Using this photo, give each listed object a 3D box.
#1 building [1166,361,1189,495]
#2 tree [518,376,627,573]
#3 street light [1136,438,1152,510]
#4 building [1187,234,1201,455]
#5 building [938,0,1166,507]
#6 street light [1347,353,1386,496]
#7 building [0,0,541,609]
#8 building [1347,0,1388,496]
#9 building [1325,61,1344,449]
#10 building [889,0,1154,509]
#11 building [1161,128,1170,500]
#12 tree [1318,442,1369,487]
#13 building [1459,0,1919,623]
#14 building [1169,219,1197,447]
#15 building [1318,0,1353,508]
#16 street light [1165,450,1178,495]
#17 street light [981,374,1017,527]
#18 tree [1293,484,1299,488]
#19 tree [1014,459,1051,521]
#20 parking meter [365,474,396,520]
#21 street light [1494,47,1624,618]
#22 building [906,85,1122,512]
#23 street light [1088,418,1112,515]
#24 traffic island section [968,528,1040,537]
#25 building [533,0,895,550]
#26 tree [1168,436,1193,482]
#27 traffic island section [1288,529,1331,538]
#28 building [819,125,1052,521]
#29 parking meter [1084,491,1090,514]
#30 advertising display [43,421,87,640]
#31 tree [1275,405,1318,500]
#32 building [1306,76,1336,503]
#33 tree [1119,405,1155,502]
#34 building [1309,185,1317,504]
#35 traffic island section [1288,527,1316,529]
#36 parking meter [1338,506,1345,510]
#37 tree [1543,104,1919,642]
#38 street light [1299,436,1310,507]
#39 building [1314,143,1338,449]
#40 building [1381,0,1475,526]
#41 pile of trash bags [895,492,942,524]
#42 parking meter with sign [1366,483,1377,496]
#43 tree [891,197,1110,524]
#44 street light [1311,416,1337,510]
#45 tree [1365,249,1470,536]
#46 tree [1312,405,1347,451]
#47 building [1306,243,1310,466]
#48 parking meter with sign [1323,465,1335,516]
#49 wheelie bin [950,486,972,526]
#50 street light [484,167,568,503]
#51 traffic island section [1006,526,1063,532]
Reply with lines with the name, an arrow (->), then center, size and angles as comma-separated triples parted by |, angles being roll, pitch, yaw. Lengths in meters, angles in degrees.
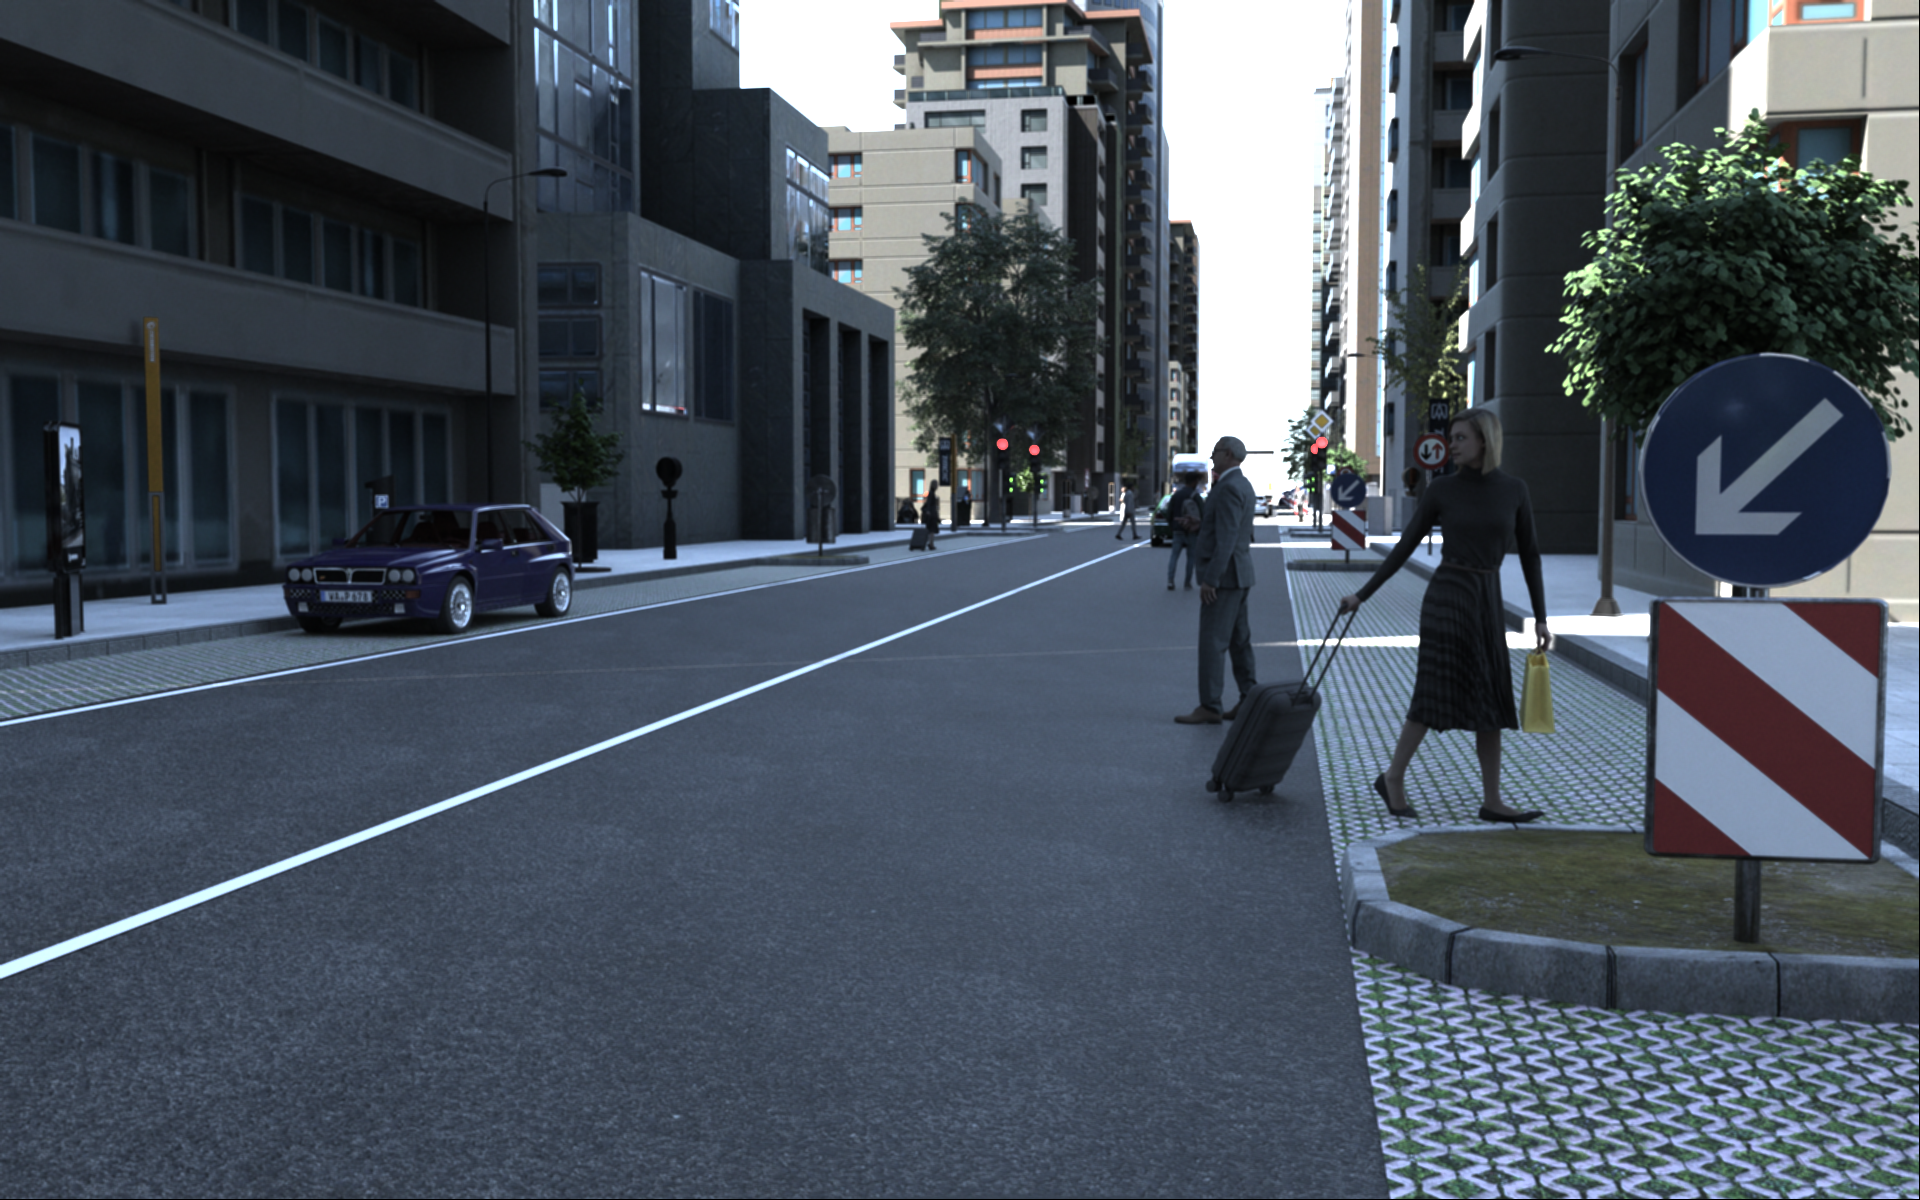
building -> 17.243, -24.263, 241.742 | 27.650, 21.520, 28.899 | 1, 4, 10
tree -> -6.225, -2.075, 28.521 | 1.663, 3.219, 1.824 | 0, 3, 0
street light -> 15.308, -10.464, 143.633 | 1.470, 5.913, 1.316 | 1, 4, 10
building -> 32.887, -39.096, 289.332 | 14.600, 45.320, 14.200 | 1, 4, 10
building -> 10.269, -39.331, 185.059 | 21.231, 58.520, 28.212 | 1, 4, 10
street light -> 13.459, -5.177, 57.191 | 1.470, 5.913, 1.316 | 1, 4, 10
building -> -19.898, -24.321, 21.352 | 21.300, 48.544, 21.600 | 1, 4, 10
building -> 36.367, -29.278, 128.805 | 14.600, 45.320, 14.200 | 1, 4, 10
building -> 49.790, -34.288, 180.216 | 23.786, 49.044, 30.456 | 1, 4, 10
building -> 5.839, -30.736, 157.163 | 22.147, 44.769, 28.867 | 1, 4, 10
building -> 17.466, -33.979, 205.674 | 14.600, 45.320, 14.200 | 1, 4, 10
tree -> 23.531, -7.556, 107.257 | 4.285, 4.588, 4.351 | 0, 3, 0
building -> 24.157, -11.223, 28.538 | 27.650, 21.520, 28.899 | 1, 4, 10
building -> 25.203, -37.570, 268.893 | 22.147, 44.769, 28.867 | 1, 4, 10
building -> 42.849, -43.831, 154.893 | 20.563, 71.187, 20.611 | 1, 4, 10
street light -> 22.170, -12.804, 181.882 | 1.470, 5.913, 1.316 | 1, 4, 10
street light -> 1.530, -5.798, 67.342 | 1.470, 5.913, 1.316 | 1, 4, 10
tree -> 56.397, -18.053, 289.772 | 1.663, 3.219, 1.824 | 0, 3, 0
tree -> 3.213, -5.340, 81.918 | 1.663, 3.219, 1.824 | 0, 3, 0
parking meter -> -7.376, -0.835, 22.066 | 0.372, 1.533, 0.369 | 0, 3, 0
street light -> 6.248, -2.785, 18.080 | 1.470, 5.913, 1.316 | 1, 4, 10
building -> 4.170, -21.708, 126.627 | 14.160, 30.474, 14.107 | 1, 4, 10
street light -> 8.573, -8.164, 106.020 | 1.470, 5.913, 1.316 | 1, 4, 10
traffic island section -> 1.484, -2.275, 59.481 | 2.009, 0.180, 2.903 | 1, 4, 10
building -> -19.506, -45.086, 49.820 | 31.000, 86.520, 22.319 | 1, 4, 10
tree -> 27.728, -16.359, 217.839 | 4.360, 8.622, 3.978 | 0, 3, 0
traffic island section -> 12.004, -2.159, 57.579 | 2.009, 0.180, 2.903 | 1, 4, 10
building -> -10.359, -15.495, 98.381 | 27.650, 21.520, 28.899 | 1, 4, 10
parking meter -> 8.270, -6.397, 113.002 | 0.372, 1.533, 0.369 | 0, 3, 0
advertising display -> -8.074, -0.638, 15.650 | 0.123, 1.923, 0.974 | -1, 4, -15
tree -> 43.912, -18.480, 220.280 | 7.486, 12.596, 7.792 | 0, 3, 0
building -> 61.025, -43.294, 249.849 | 21.231, 58.520, 28.212 | 1, 4, 10
tree -> 13.239, -11.531, 138.898 | 4.737, 8.622, 4.395 | 0, 3, 0
building -> 53.671, -33.435, 230.251 | 14.154, 41.232, 14.086 | 1, 4, 10
traffic island section -> 13.426, -2.640, 65.437 | 2.009, 0.180, 2.903 | 1, 4, 10
parking meter -> 22.586, -5.929, 102.643 | 0.399, 1.863, 0.255 | 3, 5, 45
tree -> 6.656, -1.892, 14.642 | 4.285, 4.588, 4.351 | 0, 3, 0
street light -> 28.175, -10.183, 139.028 | 1.470, 5.913, 1.316 | 1, 4, 10
building -> 49.517, -31.804, 203.596 | 14.154, 41.232, 14.086 | 1, 4, 10
building -> 29.718, -27.632, 75.483 | 21.600, 48.544, 21.300 | 1, 4, 10
pile of trash bags -> -1.664, -4.031, 75.658 | 1.912, 1.369, 3.447 | 1, 4, 11
parking meter with sign -> 27.553, -7.316, 115.880 | 1.738, 3.016, 0.543 | 0, 4, 0
tree -> 1.608, -10.317, 75.334 | 9.857, 13.997, 8.962 | 0, 3, 0
street light -> 21.327, -7.843, 100.777 | 1.470, 5.913, 1.316 | 1, 4, 10
tree -> 14.613, -6.272, 52.905 | 4.737, 8.622, 4.395 | 0, 3, 0
tree -> 31.260, -11.883, 144.655 | 4.360, 8.622, 3.978 | 0, 3, 0
building -> 67.095, -38.142, 278.238 | 22.147, 44.769, 28.867 | 1, 4, 10
parking meter with sign -> 22.153, -6.601, 104.194 | 0.543, 3.016, 1.738 | 0, 4, 3
wheelie bin -> 0.049, -3.738, 69.020 | 0.980, 1.594, 0.693 | 3, 4, 38
street light -> -6.266, -3.201, 24.873 | 1.470, 5.913, 1.316 | 1, 4, 10
traffic island section -> 2.906, -2.756, 67.339 | 2.009, 0.180, 2.903 | 1, 4, 10
